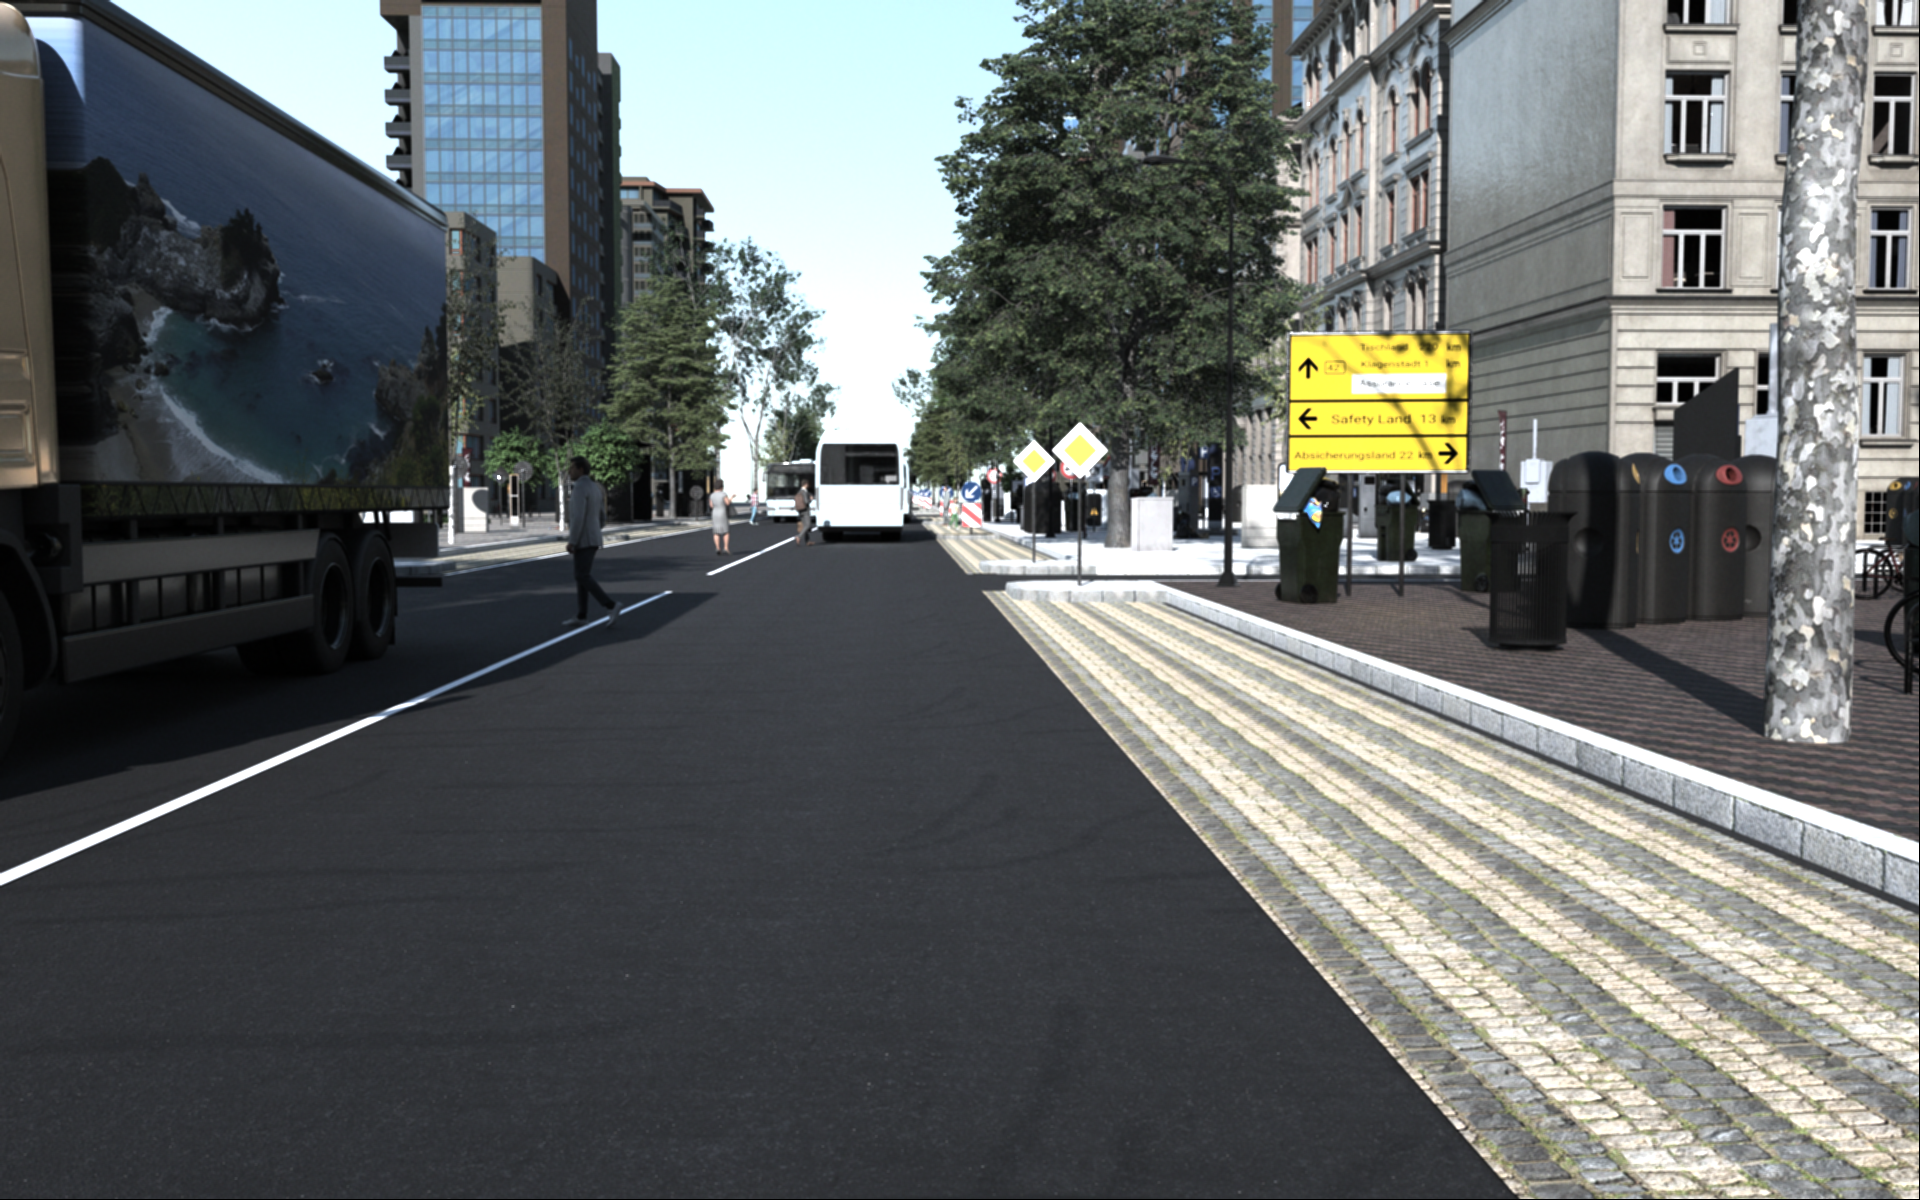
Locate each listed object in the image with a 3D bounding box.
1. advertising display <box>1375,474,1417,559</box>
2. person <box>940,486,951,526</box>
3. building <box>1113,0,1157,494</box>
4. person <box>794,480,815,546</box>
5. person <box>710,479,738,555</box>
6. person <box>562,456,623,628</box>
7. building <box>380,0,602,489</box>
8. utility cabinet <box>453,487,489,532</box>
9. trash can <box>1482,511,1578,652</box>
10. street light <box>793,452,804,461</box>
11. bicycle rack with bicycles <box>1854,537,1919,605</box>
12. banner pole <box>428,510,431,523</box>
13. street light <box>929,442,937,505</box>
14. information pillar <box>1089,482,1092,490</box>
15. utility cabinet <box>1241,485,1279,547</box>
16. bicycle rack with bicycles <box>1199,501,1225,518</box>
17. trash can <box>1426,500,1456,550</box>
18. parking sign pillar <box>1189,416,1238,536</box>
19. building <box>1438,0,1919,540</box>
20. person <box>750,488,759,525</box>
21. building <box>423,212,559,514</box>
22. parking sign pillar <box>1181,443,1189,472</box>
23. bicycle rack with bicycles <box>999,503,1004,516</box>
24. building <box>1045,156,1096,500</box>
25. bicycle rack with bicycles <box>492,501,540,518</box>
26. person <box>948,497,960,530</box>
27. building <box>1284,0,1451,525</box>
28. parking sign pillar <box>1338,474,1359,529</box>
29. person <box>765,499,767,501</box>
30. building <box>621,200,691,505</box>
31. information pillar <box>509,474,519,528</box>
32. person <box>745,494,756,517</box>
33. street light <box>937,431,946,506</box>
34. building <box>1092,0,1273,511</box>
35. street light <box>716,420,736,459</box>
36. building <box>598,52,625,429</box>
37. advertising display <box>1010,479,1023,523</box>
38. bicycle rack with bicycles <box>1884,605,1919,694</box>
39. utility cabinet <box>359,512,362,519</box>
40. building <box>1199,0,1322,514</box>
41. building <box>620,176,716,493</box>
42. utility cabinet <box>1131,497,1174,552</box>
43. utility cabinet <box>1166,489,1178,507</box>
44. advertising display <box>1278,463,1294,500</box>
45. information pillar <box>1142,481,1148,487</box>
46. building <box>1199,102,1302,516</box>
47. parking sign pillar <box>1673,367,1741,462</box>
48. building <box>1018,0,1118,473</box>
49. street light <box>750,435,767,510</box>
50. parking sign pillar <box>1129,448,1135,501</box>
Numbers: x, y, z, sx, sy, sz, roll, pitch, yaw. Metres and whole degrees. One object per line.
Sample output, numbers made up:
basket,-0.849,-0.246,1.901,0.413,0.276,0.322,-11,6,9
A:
advertising display,8.610,-1.774,34.212,0.974,1.923,0.123,-2,4,-29
person,-0.618,-4.251,78.099,0.391,1.810,0.635,-1,4,-22
building,24.371,-31.844,140.259,23.786,49.044,30.456,0,4,-2
person,-4.332,-2.414,47.935,0.822,1.834,0.622,-3,5,-42
person,-5.498,-1.944,40.641,0.716,1.782,0.532,2,4,27
person,-3.974,-0.635,18.722,0.795,1.843,0.661,1,4,13
building,-37.525,-30.042,141.305,14.600,45.320,14.200,0,4,-2
utility cabinet,-16.277,-2.985,57.479,1.173,1.500,0.318,-2,4,-28
trash can,4.685,-0.160,14.272,0.748,1.137,0.748,0,3,0
street light,-17.871,-13.396,191.563,1.470,5.913,1.316,0,4,-2
bicycle rack with bicycles,12.465,-0.494,21.459,2.925,0.926,2.852,2,4,25
banner pole,-17.056,-3.997,55.368,0.401,3.779,0.863,-2,4,-32
street light,-1.797,-11.213,155.871,1.470,5.913,1.316,0,4,-2
information pillar,5.894,-5.287,77.804,0.183,3.616,0.504,-1,4,-12
utility cabinet,7.313,-1.996,41.313,1.173,1.500,0.318,-1,4,-14
bicycle rack with bicycles,13.855,-4.924,93.894,2.852,0.926,2.925,0,4,-6
trash can,11.166,-1.739,40.094,0.748,1.137,0.748,0,3,0
parking sign pillar,7.980,-4.015,54.115,1.447,3.967,1.447,0,4,7
building,31.766,-13.547,54.778,30.059,22.955,16.112,0,4,-2
person,-9.670,-4.402,81.310,0.643,1.720,0.563,-2,4,-34
building,-44.634,-16.829,120.198,27.650,21.520,28.899,0,4,-2
parking sign pillar,11.932,-6.208,89.980,1.447,3.967,1.447,-1,4,-19
bicycle rack with bicycles,3.383,-5.377,101.288,2.925,0.926,2.852,0,4,-8
building,21.623,-34.655,221.238,22.147,44.769,28.867,0,4,-2
bicycle rack with bicycles,-24.376,-5.022,95.494,2.852,0.926,2.925,-2,4,-27
person,-0.242,-3.478,69.606,0.306,1.304,0.590,-3,5,-44
building,23.643,-17.675,76.379,14.401,28.519,23.554,0,4,-2
parking sign pillar,14.498,-4.646,64.427,1.447,3.967,1.447,2,4,31
person,-11.770,-6.137,109.666,1.217,1.723,0.721,-1,4,-14
building,-49.678,-31.969,214.575,32.217,40.220,23.993,0,4,-2
information pillar,-16.682,-3.688,64.793,0.304,2.012,0.304,-2,4,-23
person,-13.062,-5.907,108.269,0.628,1.438,0.799,1,4,10
street light,-0.750,-9.542,128.550,1.470,5.913,1.316,0,4,-2
building,20.115,-31.342,162.555,14.600,45.320,14.200,0,4,-2
street light,-14.666,-8.291,108.097,1.470,5.913,1.316,0,4,-2
building,-38.394,-28.864,155.524,14.154,41.232,14.086,0,4,-2
advertising display,2.679,-4.370,76.661,0.974,1.923,0.123,-2,4,-26
bicycle rack with bicycles,7.336,0.141,11.077,2.852,0.926,2.925,-2,4,-33
utility cabinet,-14.238,-1.909,39.899,1.173,1.500,0.318,-2,4,-28
building,21.115,-28.614,117.952,14.600,45.320,14.200,0,4,-2
building,-45.877,-35.868,241.060,22.147,44.769,28.867,0,4,-2
utility cabinet,4.289,-1.685,38.710,1.020,1.237,0.306,-2,4,-34
utility cabinet,10.266,-4.535,82.832,0.318,1.500,1.173,-1,4,-22
advertising display,6.950,-1.847,35.407,0.974,1.923,0.123,3,5,40
information pillar,10.417,-5.677,97.304,0.304,2.012,0.304,2,4,28
building,20.642,-16.469,98.147,11.050,23.489,19.941,0,4,-2
parking sign pillar,16.125,-2.993,37.414,1.447,3.967,1.447,3,5,42
building,20.703,-57.319,249.828,22.319,86.520,31.000,0,4,-2
street light,-15.783,-9.981,135.737,1.470,5.913,1.316,0,4,-2
parking sign pillar,8.954,-6.527,95.182,1.447,3.967,1.447,0,4,0
